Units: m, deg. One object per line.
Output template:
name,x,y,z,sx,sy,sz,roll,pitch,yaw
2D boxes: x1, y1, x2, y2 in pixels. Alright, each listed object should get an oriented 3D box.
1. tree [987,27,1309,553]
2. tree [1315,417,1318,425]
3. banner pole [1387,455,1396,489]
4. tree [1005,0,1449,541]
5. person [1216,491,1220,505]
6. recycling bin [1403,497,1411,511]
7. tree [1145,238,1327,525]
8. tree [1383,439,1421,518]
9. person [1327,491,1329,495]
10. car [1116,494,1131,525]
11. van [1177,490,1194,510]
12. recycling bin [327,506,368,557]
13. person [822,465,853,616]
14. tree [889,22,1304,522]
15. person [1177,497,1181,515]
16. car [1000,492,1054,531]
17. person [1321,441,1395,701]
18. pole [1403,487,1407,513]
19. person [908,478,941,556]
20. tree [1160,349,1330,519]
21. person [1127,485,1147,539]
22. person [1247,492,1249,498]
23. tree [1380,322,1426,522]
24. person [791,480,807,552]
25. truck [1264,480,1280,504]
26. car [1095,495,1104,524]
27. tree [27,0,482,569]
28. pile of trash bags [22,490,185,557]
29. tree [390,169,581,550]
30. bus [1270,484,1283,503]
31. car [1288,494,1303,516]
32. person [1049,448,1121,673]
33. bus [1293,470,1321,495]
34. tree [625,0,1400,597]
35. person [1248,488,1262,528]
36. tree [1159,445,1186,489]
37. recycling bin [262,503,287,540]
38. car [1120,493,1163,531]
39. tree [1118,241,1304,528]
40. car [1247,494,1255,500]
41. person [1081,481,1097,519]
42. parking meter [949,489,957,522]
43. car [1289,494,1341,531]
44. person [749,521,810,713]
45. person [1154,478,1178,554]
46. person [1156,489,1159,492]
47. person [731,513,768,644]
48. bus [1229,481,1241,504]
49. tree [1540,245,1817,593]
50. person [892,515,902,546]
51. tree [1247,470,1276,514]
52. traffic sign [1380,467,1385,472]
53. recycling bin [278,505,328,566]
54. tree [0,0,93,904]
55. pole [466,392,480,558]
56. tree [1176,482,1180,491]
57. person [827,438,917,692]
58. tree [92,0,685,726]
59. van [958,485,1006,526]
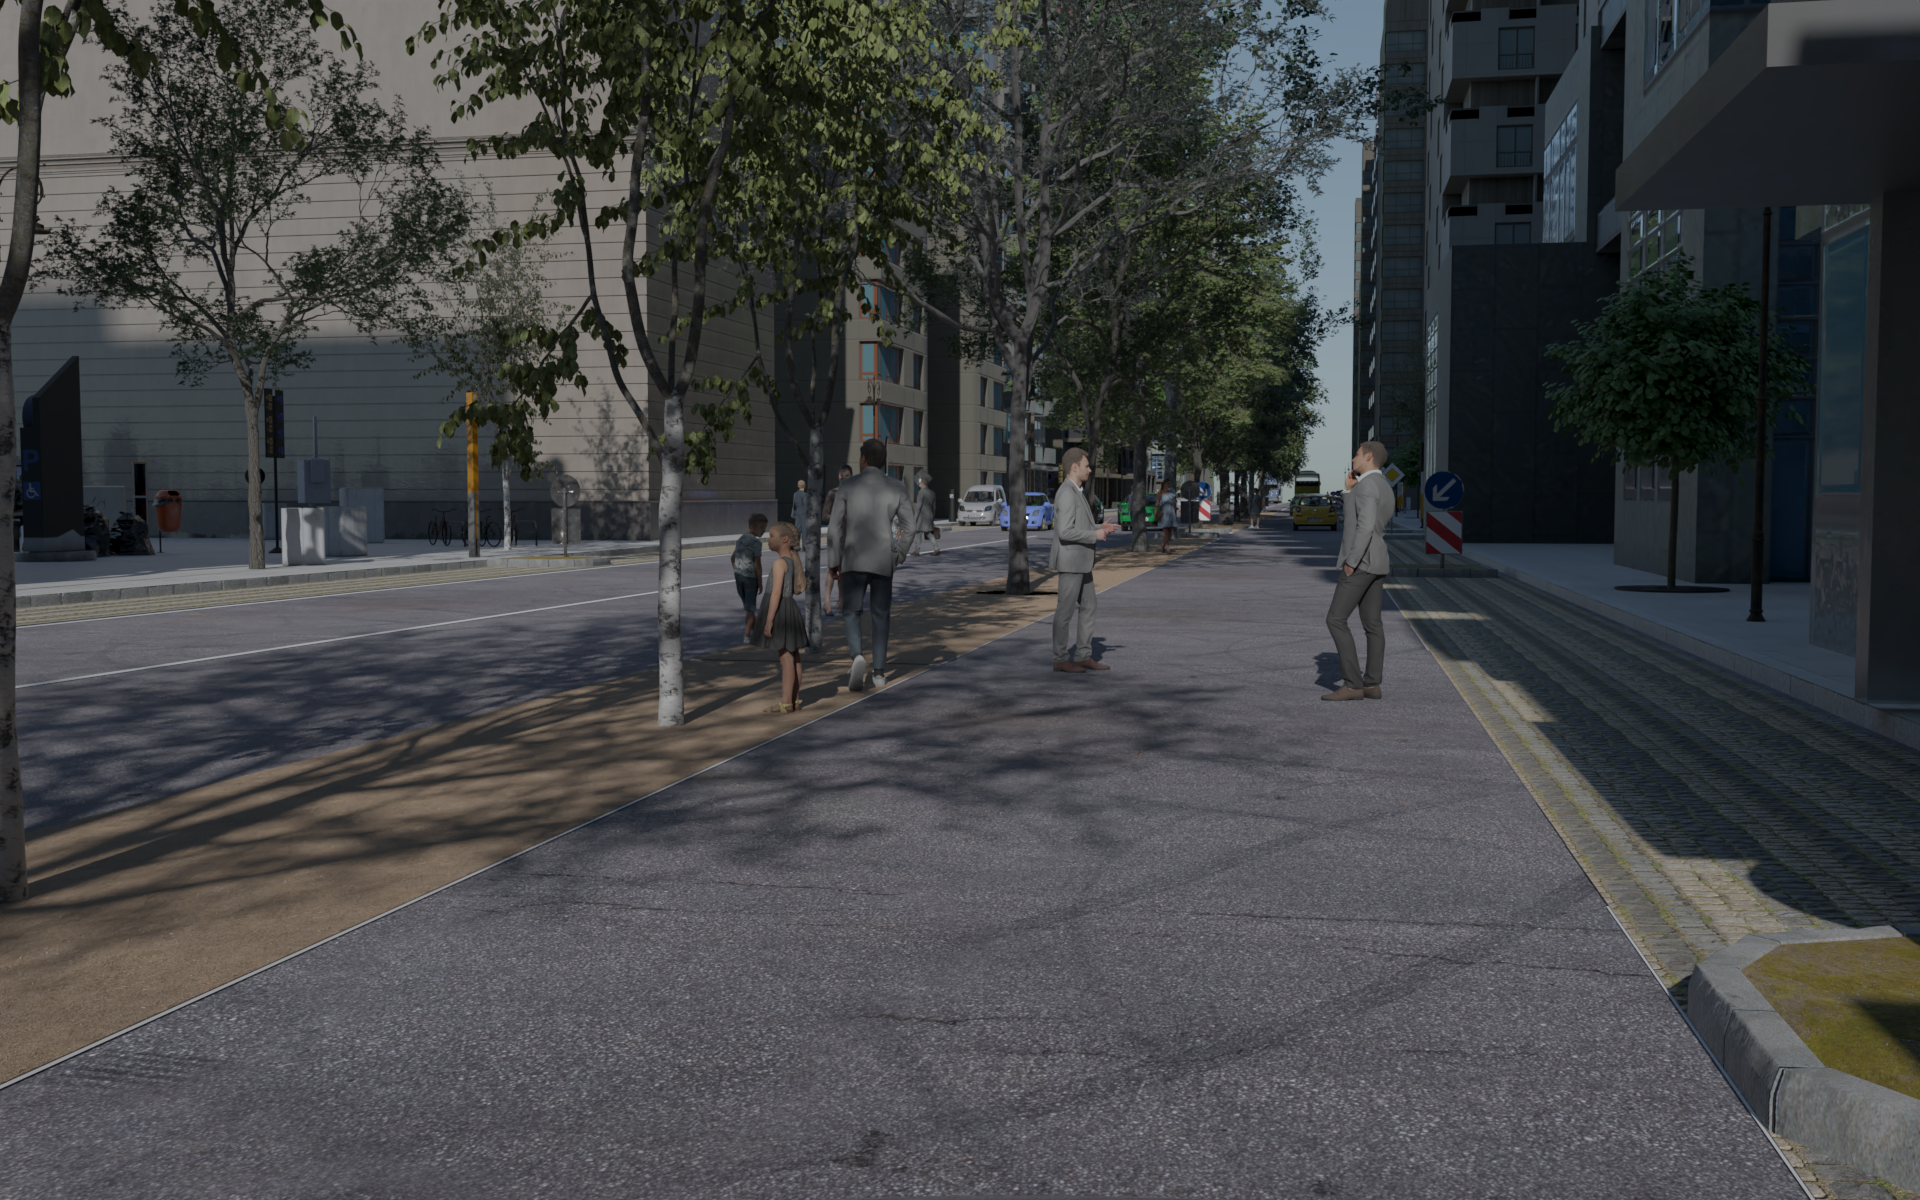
tree,4.413,-7.398,41.541,7.486,12.596,7.792,0,3,0
tree,21.583,-11.529,125.374,8.767,10.594,7.601,1,4,12
banner pole,27.710,-7.423,111.375,0.401,3.779,0.863,-3,5,-43
tree,7.417,-11.787,51.058,12.611,20.169,13.585,0,3,0
person,32.563,-12.858,218.869,0.705,1.807,1.348,-1,4,-17
recycling bin,34.582,-7.483,134.897,0.722,1.027,0.722,-2,4,-28
tree,12.227,-10.410,79.310,9.857,13.997,8.962,0,3,0
tree,24.438,-6.621,91.965,4.285,4.588,4.351,0,3,0
person,62.174,-17.427,293.063,1.348,1.869,0.705,-2,4,-25
car,8.381,-4.195,80.385,2.131,1.459,4.920,1,4,11
van,20.523,-9.277,158.692,2.013,2.044,4.112,1,4,11
recycling bin,-12.754,-1.420,35.764,0.722,1.027,0.722,2,4,27
person,-1.398,-0.714,20.518,0.599,1.781,0.374,-3,5,-42
tree,2.475,-5.954,34.212,8.767,10.594,7.601,1,4,12
person,14.972,-6.414,118.388,0.382,1.210,0.505,2,4,35
car,2.654,-3.576,68.067,1.945,1.707,3.694,1,4,12
person,2.789,-0.210,12.113,0.473,1.802,0.592,3,5,44
pole,29.504,-7.397,114.777,0.158,3.312,0.155,0,3,0
person,-0.825,-1.925,40.074,0.767,1.812,0.694,3,4,36
tree,16.400,-11.025,99.729,9.611,12.733,9.660,0,3,0
person,5.733,-2.822,55.313,0.598,1.740,0.731,3,5,41
person,41.782,-14.769,250.709,1.217,1.736,0.721,1,4,13
tree,19.687,-7.434,71.909,4.360,8.622,3.978,0,3,0
person,-3.929,-2.075,42.850,0.576,1.772,0.534,1,4,22
truck,47.312,-16.757,263.727,2.967,4.110,18.799,1,4,11
car,5.723,-4.263,81.494,2.131,1.459,4.920,1,4,10
tree,-11.945,-5.826,29.669,8.767,10.594,7.601,1,4,11
pile of trash bags,-17.768,-1.630,36.405,1.912,1.369,3.447,1,4,22
tree,-10.436,-5.434,39.203,4.360,8.622,3.978,0,3,0
bus,52.162,-17.911,287.703,2.948,3.499,13.247,1,4,12
car,22.909,-6.337,115.402,2.131,1.459,4.920,1,4,11
person,1.002,-0.320,13.930,0.583,1.804,0.606,0,4,6
bus,36.097,-11.531,180.083,2.896,3.916,12.252,1,4,11
tree,0.823,-6.822,24.367,12.009,13.543,11.850,0,3,0
person,12.377,-3.848,72.419,0.522,1.701,0.512,3,5,39
tree,26.898,-16.255,216.138,4.737,8.622,4.395,0,3,0
recycling bin,-19.420,-2.208,48.656,0.722,1.027,0.722,2,4,35
car,7.381,-3.616,67.922,1.959,1.807,4.718,1,4,13
tree,9.344,-8.574,68.394,9.928,11.665,9.643,0,3,0
car,34.788,-11.923,204.723,2.009,1.686,4.222,1,4,10
person,3.362,-2.339,47.022,0.678,1.792,0.850,-1,4,-9
parking meter,-0.341,-4.348,79.497,0.372,1.533,0.369,0,3,0
car,14.081,-3.577,68.710,2.015,1.641,3.980,1,4,11
person,-1.180,0.114,11.310,0.373,1.253,0.362,1,4,14
person,4.884,-2.003,41.338,0.616,1.811,0.778,-1,4,-13
person,12.760,-6.308,112.050,0.576,1.772,0.534,1,4,13
person,-2.022,-0.213,16.663,0.352,1.250,0.332,-1,4,-12
bus,38.842,-15.176,242.985,2.948,3.499,13.247,1,4,10
tree,9.518,-2.396,22.894,4.285,4.588,4.351,0,3,0
person,-1.269,-1.160,32.155,0.352,1.250,0.332,-2,4,-31
tree,17.920,-9.415,106.762,4.360,8.622,3.978,0,3,0
traffic sign,15.425,-3.642,63.193,0.795,2.450,0.064,1,4,12
recycling bin,-11.887,-1.149,31.344,0.722,1.027,0.722,-1,4,-22
tree,-3.355,-3.256,6.059,4.737,8.622,4.395,0,3,0
pole,-9.808,-2.510,34.880,0.158,3.312,0.155,0,3,0
tree,27.500,-13.938,222.482,1.663,3.219,1.824,0,3,0
person,-0.642,-0.266,12.691,0.661,1.843,0.795,0,4,-7
tree,-1.772,-3.538,10.663,4.737,8.622,4.395,0,3,0
van,1.018,-4.325,77.724,2.013,2.044,4.112,1,4,11
